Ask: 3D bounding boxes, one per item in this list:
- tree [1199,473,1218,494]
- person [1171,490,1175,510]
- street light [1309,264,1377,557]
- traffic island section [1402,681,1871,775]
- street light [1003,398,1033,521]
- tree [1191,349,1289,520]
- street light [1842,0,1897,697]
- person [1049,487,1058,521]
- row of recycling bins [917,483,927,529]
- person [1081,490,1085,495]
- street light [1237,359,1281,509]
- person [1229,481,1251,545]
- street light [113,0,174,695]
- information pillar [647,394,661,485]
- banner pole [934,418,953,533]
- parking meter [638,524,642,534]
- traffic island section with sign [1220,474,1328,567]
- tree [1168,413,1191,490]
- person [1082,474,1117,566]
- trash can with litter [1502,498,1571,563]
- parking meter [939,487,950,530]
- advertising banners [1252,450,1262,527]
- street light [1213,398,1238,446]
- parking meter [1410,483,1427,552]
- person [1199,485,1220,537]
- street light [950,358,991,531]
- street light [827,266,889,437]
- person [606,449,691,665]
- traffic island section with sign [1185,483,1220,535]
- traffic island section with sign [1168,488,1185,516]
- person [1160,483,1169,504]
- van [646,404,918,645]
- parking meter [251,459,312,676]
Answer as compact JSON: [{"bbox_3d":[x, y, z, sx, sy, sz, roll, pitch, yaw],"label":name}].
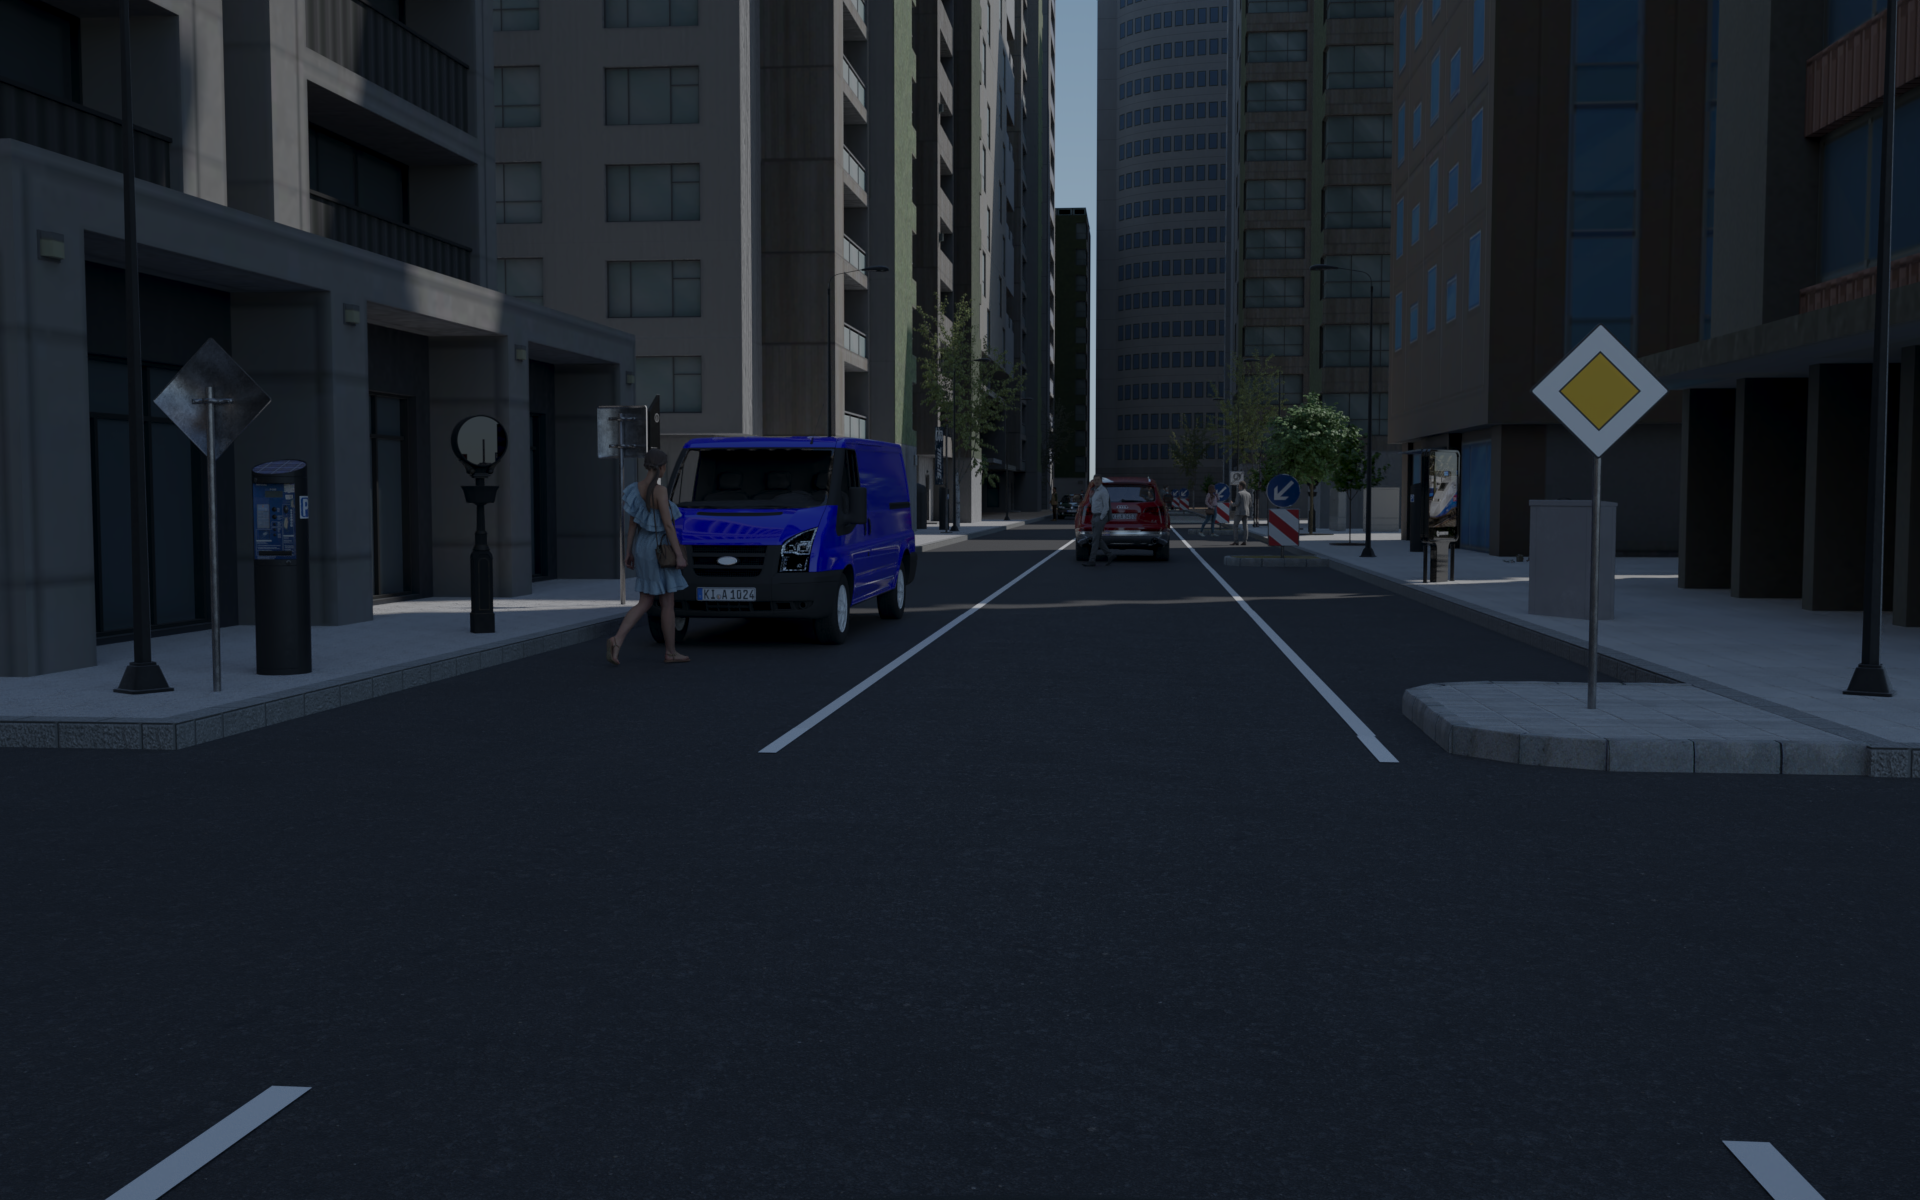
[{"bbox_3d":[21.075,-9.341,147.328,1.663,3.219,1.824,0,3,0],"label":"tree"},{"bbox_3d":[18.600,-8.740,151.365,0.705,1.831,1.348,2,4,26],"label":"person"},{"bbox_3d":[7.763,-3.828,35.123,1.470,5.913,1.316,0,4,6],"label":"street light"},{"bbox_3d":[3.795,0.729,10.359,2.009,0.180,2.903,0,4,6],"label":"traffic island section"},{"bbox_3d":[2.819,-6.801,83.734,1.470,5.913,1.316,0,4,6],"label":"street light"},{"bbox_3d":[14.526,-8.349,86.862,4.737,8.622,4.395,0,3,0],"label":"tree"},{"bbox_3d":[5.298,-2.352,10.991,1.470,5.913,1.316,0,4,6],"label":"street light"},{"bbox_3d":[5.007,-5.121,92.324,0.705,1.812,1.348,-1,4,-10],"label":"person"},{"bbox_3d":[-2.464,-3.396,62.645,1.069,1.692,3.534,3,5,40],"label":"row of recycling bins"},{"bbox_3d":[9.533,-7.608,133.337,0.683,1.767,0.568,0,4,-4],"label":"person"},{"bbox_3d":[10.411,-5.317,59.476,1.470,5.913,1.316,0,4,6],"label":"street light"},{"bbox_3d":[7.829,-2.434,48.492,0.606,1.804,0.583,-3,5,-43],"label":"person"},{"bbox_3d":[-4.764,-2.353,11.006,1.470,5.913,1.316,0,4,6],"label":"street light"},{"bbox_3d":[-7.165,-3.012,40.607,0.183,3.616,0.504,1,4,19],"label":"information pillar"},{"bbox_3d":[-0.581,-4.078,56.699,0.401,3.779,0.863,3,4,36],"label":"banner pole"},{"bbox_3d":[-7.417,-1.941,40.151,0.372,1.533,0.369,0,3,0],"label":"parking meter"},{"bbox_3d":[6.376,-1.618,35.074,1.989,1.847,2.006,0,4,6],"label":"traffic island section with sign"},{"bbox_3d":[20.574,-12.460,154.089,4.737,8.622,4.395,0,3,0],"label":"tree"},{"bbox_3d":[2.760,-1.583,34.475,0.850,1.850,0.679,-2,4,-26],"label":"person"},{"bbox_3d":[11.141,-1.345,33.051,2.233,1.210,1.678,-2,4,-26],"label":"trash can with litter"},{"bbox_3d":[-0.567,-3.273,61.926,0.372,1.533,0.369,0,3,0],"label":"parking meter"},{"bbox_3d":[11.558,-4.346,67.251,0.090,3.025,2.074,1,4,18],"label":"advertising banners"},{"bbox_3d":[12.908,-6.808,83.846,1.470,5.913,1.316,0,4,6],"label":"street light"},{"bbox_3d":[10.179,-1.835,38.415,0.372,1.533,0.369,0,3,0],"label":"parking meter"},{"bbox_3d":[8.416,-3.023,58.509,0.643,1.750,0.593,3,4,36],"label":"person"},{"bbox_3d":[0.344,-5.310,59.366,1.470,5.913,1.316,0,4,6],"label":"street light"},{"bbox_3d":[-2.138,-3.846,35.427,1.470,5.913,1.316,0,4,6],"label":"street light"},{"bbox_3d":[-2.566,-0.360,14.488,0.778,1.811,0.616,-3,5,-43],"label":"person"},{"bbox_3d":[9.174,-3.257,61.884,1.989,1.847,2.006,0,4,6],"label":"traffic island section with sign"},{"bbox_3d":[14.391,-6.335,112.210,1.989,1.847,2.006,0,4,6],"label":"traffic island section with sign"},{"bbox_3d":[7.878,-3.571,66.687,0.447,1.846,0.655,-1,4,-13],"label":"person"},{"bbox_3d":[-1.793,-0.853,18.334,2.240,2.365,5.245,0,4,7],"label":"van"},{"bbox_3d":[-4.845,-0.242,12.374,0.372,1.533,0.369,0,3,0],"label":"parking meter"}]
